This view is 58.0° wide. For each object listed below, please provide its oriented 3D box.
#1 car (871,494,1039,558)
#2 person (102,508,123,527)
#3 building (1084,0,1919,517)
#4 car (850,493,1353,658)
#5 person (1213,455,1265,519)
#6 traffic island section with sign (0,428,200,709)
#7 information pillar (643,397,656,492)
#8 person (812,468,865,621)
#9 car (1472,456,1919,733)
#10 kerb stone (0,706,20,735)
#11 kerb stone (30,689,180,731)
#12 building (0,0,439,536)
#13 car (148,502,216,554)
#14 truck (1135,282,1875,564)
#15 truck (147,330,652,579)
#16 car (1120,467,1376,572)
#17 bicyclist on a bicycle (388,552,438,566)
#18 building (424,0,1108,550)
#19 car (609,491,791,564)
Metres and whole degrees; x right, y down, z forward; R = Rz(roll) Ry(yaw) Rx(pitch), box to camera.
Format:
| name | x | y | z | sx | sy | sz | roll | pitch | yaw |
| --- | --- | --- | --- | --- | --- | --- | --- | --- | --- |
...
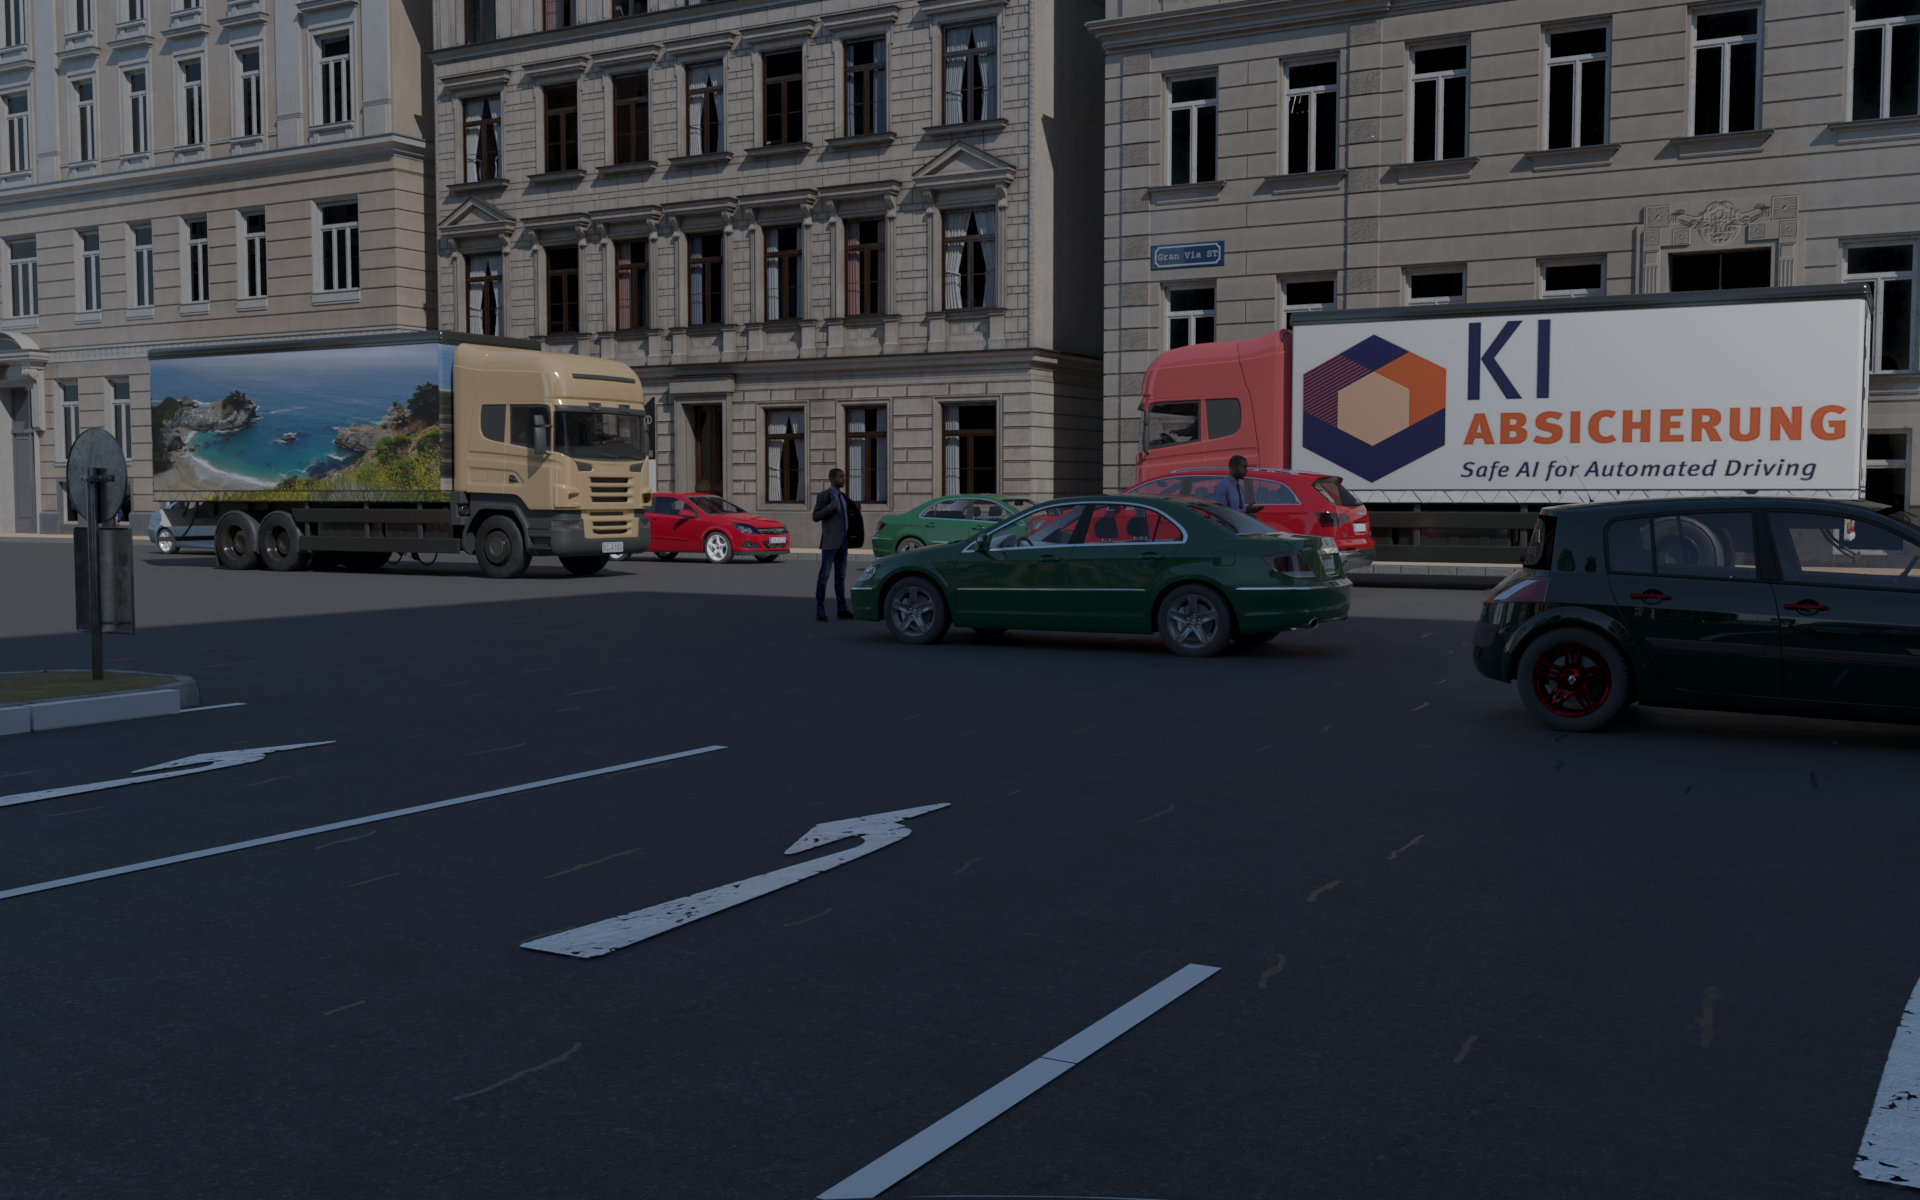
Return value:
| name | x | y | z | sx | sy | sz | roll | pitch | yaw |
| --- | --- | --- | --- | --- | --- | --- | --- | --- | --- |
| car | 0.741 | -1.197 | 31.375 | 4.920 | 1.459 | 2.131 | 2 | 4 | 30 |
| person | -19.474 | -1.729 | 39.468 | 0.574 | 1.496 | 0.600 | 3 | 5 | 40 |
| building | 16.316 | -14.559 | 35.306 | 25.104 | 27.353 | 12.463 | 2 | 4 | 29 |
| car | 1.242 | -0.292 | 16.577 | 4.920 | 1.459 | 2.131 | 2 | 4 | 28 |
| person | 2.975 | -0.601 | 18.189 | 0.599 | 1.838 | 0.709 | 2 | 4 | 35 |
| traffic island section with sign | -6.260 | -0.204 | 11.472 | 2.006 | 1.907 | 1.989 | 2 | 4 | 29 |
| information pillar | -7.556 | -3.084 | 41.779 | 0.504 | 3.616 | 0.183 | 1 | 4 | 20 |
| person | -1.369 | -0.629 | 19.608 | 0.431 | 1.722 | 0.655 | 3 | 5 | 39 |
| car | 5.272 | -0.038 | 10.411 | 4.222 | 1.686 | 2.009 | 2 | 4 | 29 |
| kerb stone | -5.905 | 0.746 | 10.033 | 0.120 | 0.150 | 1.000 | 2 | 4 | 29 |
| kerb stone | -5.402 | 0.690 | 10.926 | 0.120 | 0.150 | 1.000 | 2 | 4 | 29 |
| building | -20.655 | -16.558 | 56.625 | 20.117 | 28.700 | 13.634 | 2 | 4 | 29 |
| car | -17.371 | -1.787 | 41.222 | 4.499 | 1.417 | 2.014 | 2 | 4 | 31 |
| truck | 7.632 | -2.310 | 26.687 | 11.283 | 4.237 | 2.839 | 2 | 4 | 29 |
| truck | -10.200 | -2.622 | 31.783 | 11.283 | 4.237 | 2.839 | 2 | 4 | 30 |
| car | 3.419 | -1.034 | 25.577 | 5.304 | 1.827 | 2.281 | 2 | 4 | 30 |
| bicyclist on a bicycle | -11.092 | -1.521 | 34.891 | 1.625 | 1.676 | 1.499 | 2 | 4 | 31 |
| building | -3.961 | -11.086 | 45.891 | 19.286 | 19.102 | 10.561 | 2 | 4 | 29 |
| car | -5.640 | -1.699 | 36.822 | 4.494 | 1.783 | 2.155 | 2 | 4 | 31 |
